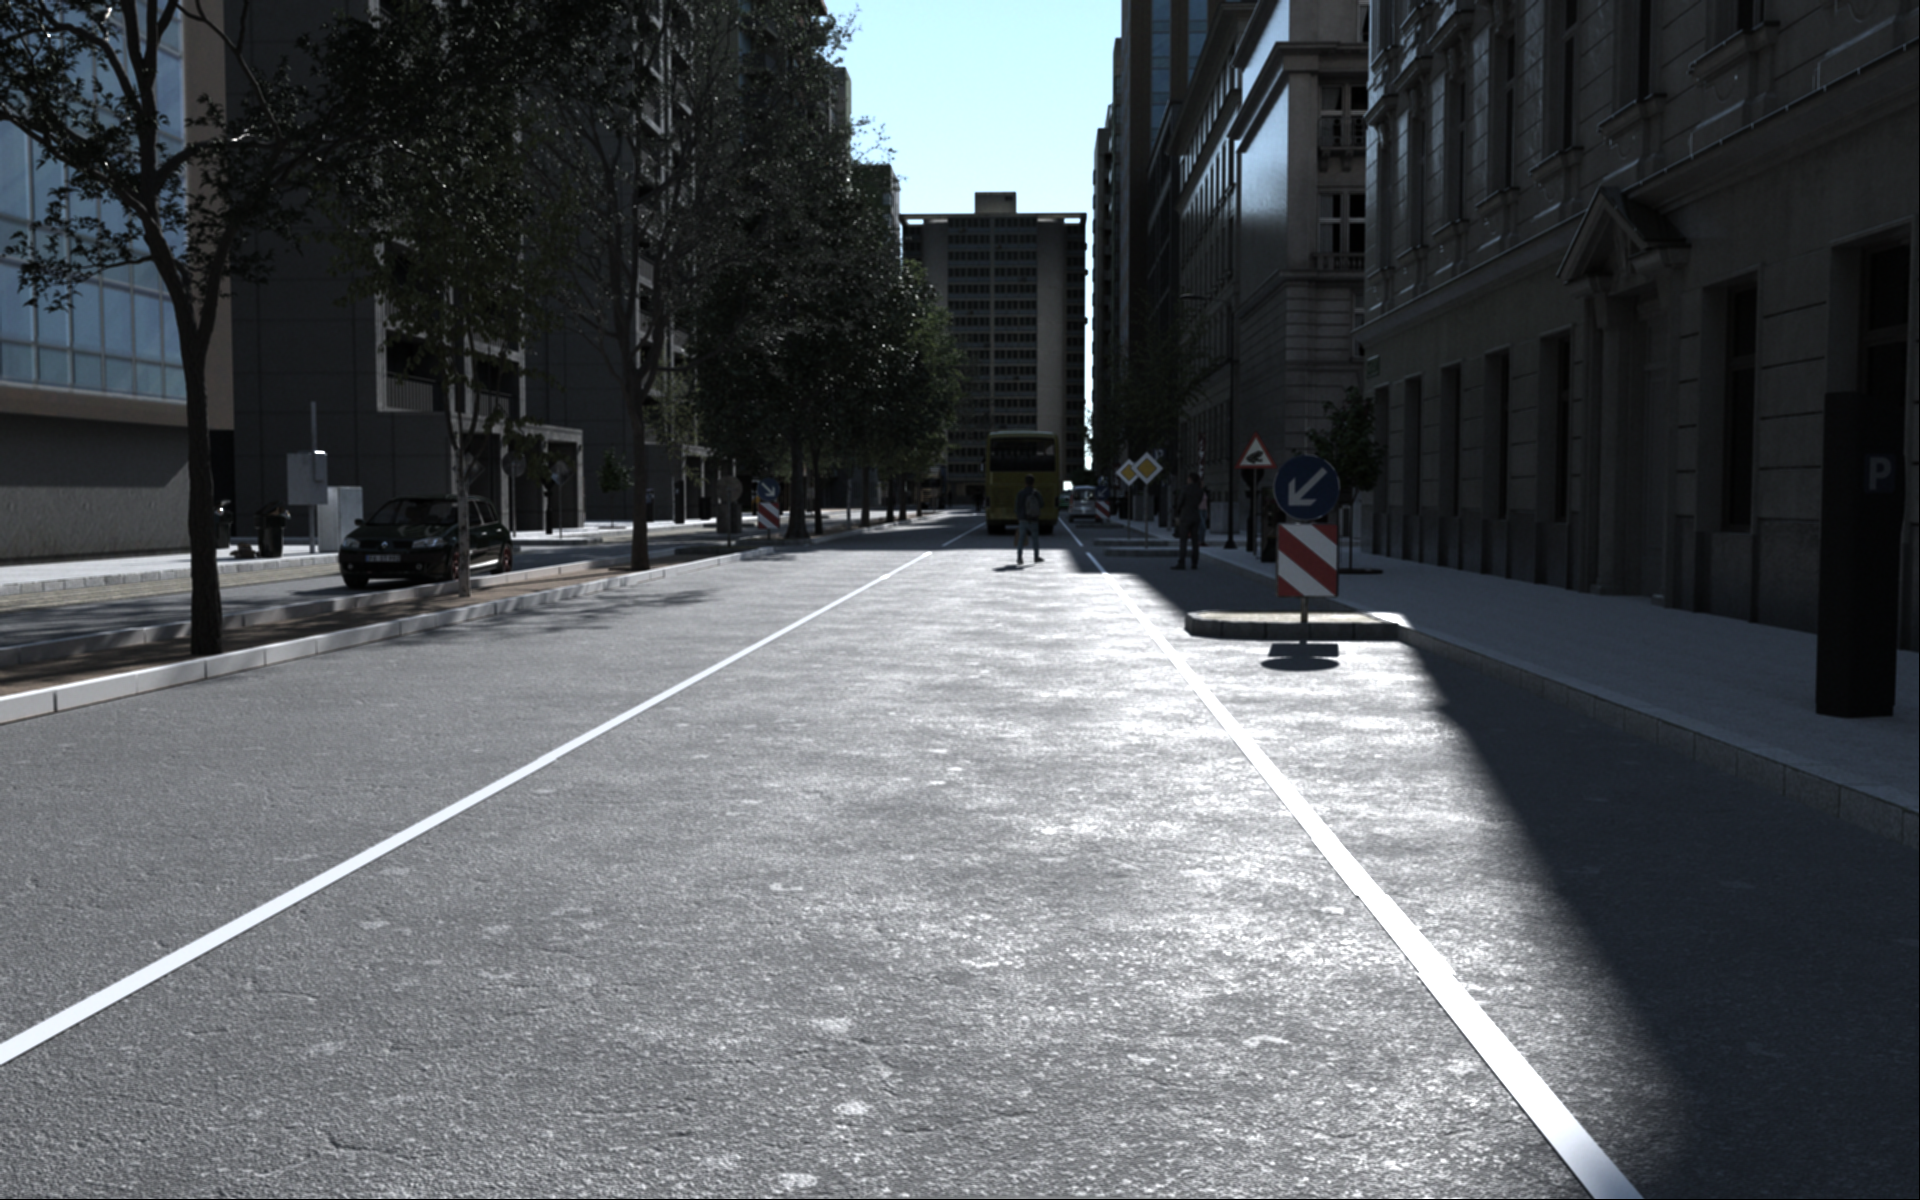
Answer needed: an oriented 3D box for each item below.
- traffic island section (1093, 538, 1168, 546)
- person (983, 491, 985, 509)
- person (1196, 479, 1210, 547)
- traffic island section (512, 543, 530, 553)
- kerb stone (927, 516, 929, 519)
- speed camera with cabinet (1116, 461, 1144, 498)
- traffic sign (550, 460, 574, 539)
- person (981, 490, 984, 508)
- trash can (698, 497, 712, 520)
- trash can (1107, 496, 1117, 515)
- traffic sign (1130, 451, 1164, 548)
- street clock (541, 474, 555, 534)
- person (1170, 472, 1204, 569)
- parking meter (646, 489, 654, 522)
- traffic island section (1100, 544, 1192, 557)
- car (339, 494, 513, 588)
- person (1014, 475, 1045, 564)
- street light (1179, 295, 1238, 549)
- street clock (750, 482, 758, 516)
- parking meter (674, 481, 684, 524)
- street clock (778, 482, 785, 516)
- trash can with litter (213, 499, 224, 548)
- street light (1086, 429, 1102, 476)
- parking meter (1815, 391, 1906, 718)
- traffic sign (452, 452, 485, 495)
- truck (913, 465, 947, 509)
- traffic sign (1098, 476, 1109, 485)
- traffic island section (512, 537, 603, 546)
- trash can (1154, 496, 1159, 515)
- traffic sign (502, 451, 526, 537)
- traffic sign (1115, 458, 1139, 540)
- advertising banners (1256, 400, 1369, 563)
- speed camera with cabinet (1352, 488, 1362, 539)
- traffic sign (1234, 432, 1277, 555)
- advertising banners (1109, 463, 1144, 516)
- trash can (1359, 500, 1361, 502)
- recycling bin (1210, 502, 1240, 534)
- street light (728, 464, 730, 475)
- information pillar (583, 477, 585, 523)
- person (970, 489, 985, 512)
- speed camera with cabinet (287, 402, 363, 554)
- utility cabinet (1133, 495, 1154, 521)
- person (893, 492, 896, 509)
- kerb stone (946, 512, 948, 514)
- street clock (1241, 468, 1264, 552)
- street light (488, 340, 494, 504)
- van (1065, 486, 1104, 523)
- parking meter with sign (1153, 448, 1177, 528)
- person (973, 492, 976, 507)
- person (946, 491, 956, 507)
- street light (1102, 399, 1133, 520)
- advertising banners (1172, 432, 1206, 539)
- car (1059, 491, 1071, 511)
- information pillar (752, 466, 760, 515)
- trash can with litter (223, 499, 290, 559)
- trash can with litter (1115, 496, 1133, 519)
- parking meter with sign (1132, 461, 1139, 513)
[{"bbox_3d":[4.779,-1.624,48.829,2.009,0.180,2.903,0,4,3],"label":"traffic island section"},{"bbox_3d":[2.402,-9.632,166.653,0.621,1.740,0.551,-2,4,-25],"label":"person"},{"bbox_3d":[6.331,-2.261,45.469,0.388,1.821,0.555,2,4,33],"label":"person"},{"bbox_3d":[-11.809,-1.181,41.592,2.009,0.180,2.903,0,4,3],"label":"traffic island section"},{"bbox_3d":[-2.021,-4.665,98.467,0.120,0.150,1.000,0,4,3],"label":"kerb stone"},{"bbox_3d":[10.214,-6.619,102.558,0.660,3.252,2.038,-3,5,-44],"label":"speed camera with cabinet"},{"bbox_3d":[-11.422,-2.805,49.507,0.795,2.450,0.064,0,4,3],"label":"traffic sign"},{"bbox_3d":[2.234,-10.060,172.995,0.705,1.821,1.348,0,4,6],"label":"person"},{"bbox_3d":[-12.657,-4.546,85.984,0.748,1.137,0.748,0,3,0],"label":"trash can"},{"bbox_3d":[9.352,-5.794,106.384,0.748,1.137,0.748,0,3,0],"label":"trash can"},{"bbox_3d":[4.392,-2.271,40.776,0.795,2.450,0.064,0,4,3],"label":"traffic sign"},{"bbox_3d":[-13.128,-3.102,55.284,0.471,2.002,0.358,-1,4,-19],"label":"street clock"},{"bbox_3d":[4.326,-1.515,33.077,0.655,1.846,0.447,-2,4,-28],"label":"person"},{"bbox_3d":[-14.232,-4.344,79.430,0.372,1.533,0.369,0,3,0],"label":"parking meter"},{"bbox_3d":[4.416,-1.136,40.852,2.009,0.180,2.903,0,4,3],"label":"traffic island section"},{"bbox_3d":[-8.481,-1.096,27.705,2.009,1.686,4.222,0,4,2],"label":"car"},{"bbox_3d":[1.364,-1.639,35.291,0.794,1.824,0.713,3,4,36],"label":"person"},{"bbox_3d":[5.806,-4.155,40.483,1.470,5.913,1.316,0,4,3],"label":"street light"},{"bbox_3d":[-12.082,-5.952,101.891,0.358,2.002,0.471,3,5,41],"label":"street clock"},{"bbox_3d":[-12.109,-4.220,74.713,0.399,1.863,0.255,3,4,38],"label":"parking meter"},{"bbox_3d":[-10.695,-6.038,103.287,0.471,2.002,0.358,-3,4,-38],"label":"street clock"},{"bbox_3d":[-17.661,-1.794,40.726,1.055,1.170,0.624,1,4,12],"label":"trash can with litter"},{"bbox_3d":[9.578,-9.227,123.403,1.470,5.913,1.316,0,4,3],"label":"street light"},{"bbox_3d":[5.213,-0.264,10.021,0.399,1.863,0.255,-1,4,-18],"label":"parking meter"},{"bbox_3d":[-11.785,-2.317,41.530,0.795,2.450,0.064,0,4,3],"label":"traffic sign"},{"bbox_3d":[-2.778,-10.922,167.494,2.839,4.237,11.283,0,4,2],"label":"truck"},{"bbox_3d":[9.951,-7.351,120.293,0.768,2.556,0.104,0,4,5],"label":"traffic sign"},{"bbox_3d":[-11.446,-1.669,49.569,2.009,0.180,2.903,0,4,3],"label":"traffic island section"},{"bbox_3d":[11.627,-5.677,104.465,0.748,1.137,0.748,0,3,0],"label":"trash can"},{"bbox_3d":[-13.224,-3.132,51.321,0.768,2.556,0.104,1,4,9],"label":"traffic sign"},{"bbox_3d":[4.755,-2.759,48.753,0.795,2.450,0.064,0,4,3],"label":"traffic sign"},{"bbox_3d":[6.600,-2.211,32.341,2.074,3.025,0.090,1,4,10],"label":"advertising banners"},{"bbox_3d":[11.350,-3.331,48.792,0.660,3.252,2.038,1,4,17],"label":"speed camera with cabinet"},{"bbox_3d":[6.159,-2.209,36.115,0.884,2.594,0.081,1,4,11],"label":"traffic sign"},{"bbox_3d":[9.585,-6.224,97.947,2.074,3.025,0.090,1,4,18],"label":"advertising banners"},{"bbox_3d":[9.826,-1.796,41.026,0.748,1.137,0.748,0,3,0],"label":"trash can"},{"bbox_3d":[8.551,-2.652,55.922,0.722,1.027,0.722,-2,4,-24],"label":"recycling bin"},{"bbox_3d":[-11.117,-7.022,87.354,1.470,5.913,1.316,0,4,3],"label":"street light"},{"bbox_3d":[-16.748,-4.407,76.551,0.304,2.012,0.304,0,4,-2],"label":"information pillar"},{"bbox_3d":[1.434,-7.972,138.476,1.348,1.869,0.705,-2,4,-27],"label":"person"},{"bbox_3d":[-13.862,-2.661,37.837,0.660,3.252,2.038,1,4,12],"label":"speed camera with cabinet"},{"bbox_3d":[8.672,-4.326,81.885,1.020,1.237,0.306,-2,4,-24],"label":"utility cabinet"},{"bbox_3d":[-5.881,-8.898,155.456,0.593,1.643,0.415,3,4,36],"label":"person"},{"bbox_3d":[-1.088,-5.918,118.958,0.120,0.150,1.000,0,4,3],"label":"kerb stone"},{"bbox_3d":[6.509,-2.082,38.609,0.471,2.002,0.358,-1,4,-8],"label":"street clock"},{"bbox_3d":[-12.855,-4.700,49.389,1.470,5.913,1.316,0,4,3],"label":"street light"},{"bbox_3d":[6.369,-4.981,88.451,2.013,2.044,4.112,0,4,3],"label":"van"},{"bbox_3d":[8.094,-4.328,67.029,0.543,3.016,1.738,2,4,32],"label":"parking meter with sign"},{"bbox_3d":[1.726,-11.191,192.938,0.593,1.643,0.415,-1,4,-9],"label":"person"},{"bbox_3d":[-1.036,-10.890,186.557,1.348,1.822,0.705,2,4,25],"label":"person"},{"bbox_3d":[7.860,-6.875,84.947,1.470,5.913,1.316,0,4,3],"label":"street light"},{"bbox_3d":[6.586,-3.274,49.711,0.090,3.025,2.074,-1,4,-18],"label":"advertising banners"},{"bbox_3d":[9.001,-8.342,145.195,1.959,1.807,4.718,0,4,3],"label":"car"},{"bbox_3d":[-12.253,-6.878,103.806,0.504,3.616,0.183,-1,4,-14],"label":"information pillar"},{"bbox_3d":[-14.006,-1.422,34.643,0.624,1.170,1.055,3,5,42],"label":"trash can with litter"},{"bbox_3d":[8.508,-4.736,88.826,1.055,1.170,0.624,-3,5,-44],"label":"trash can with litter"},{"bbox_3d":[9.428,-5.939,93.370,0.543,3.016,1.738,1,4,8],"label":"parking meter with sign"}]
